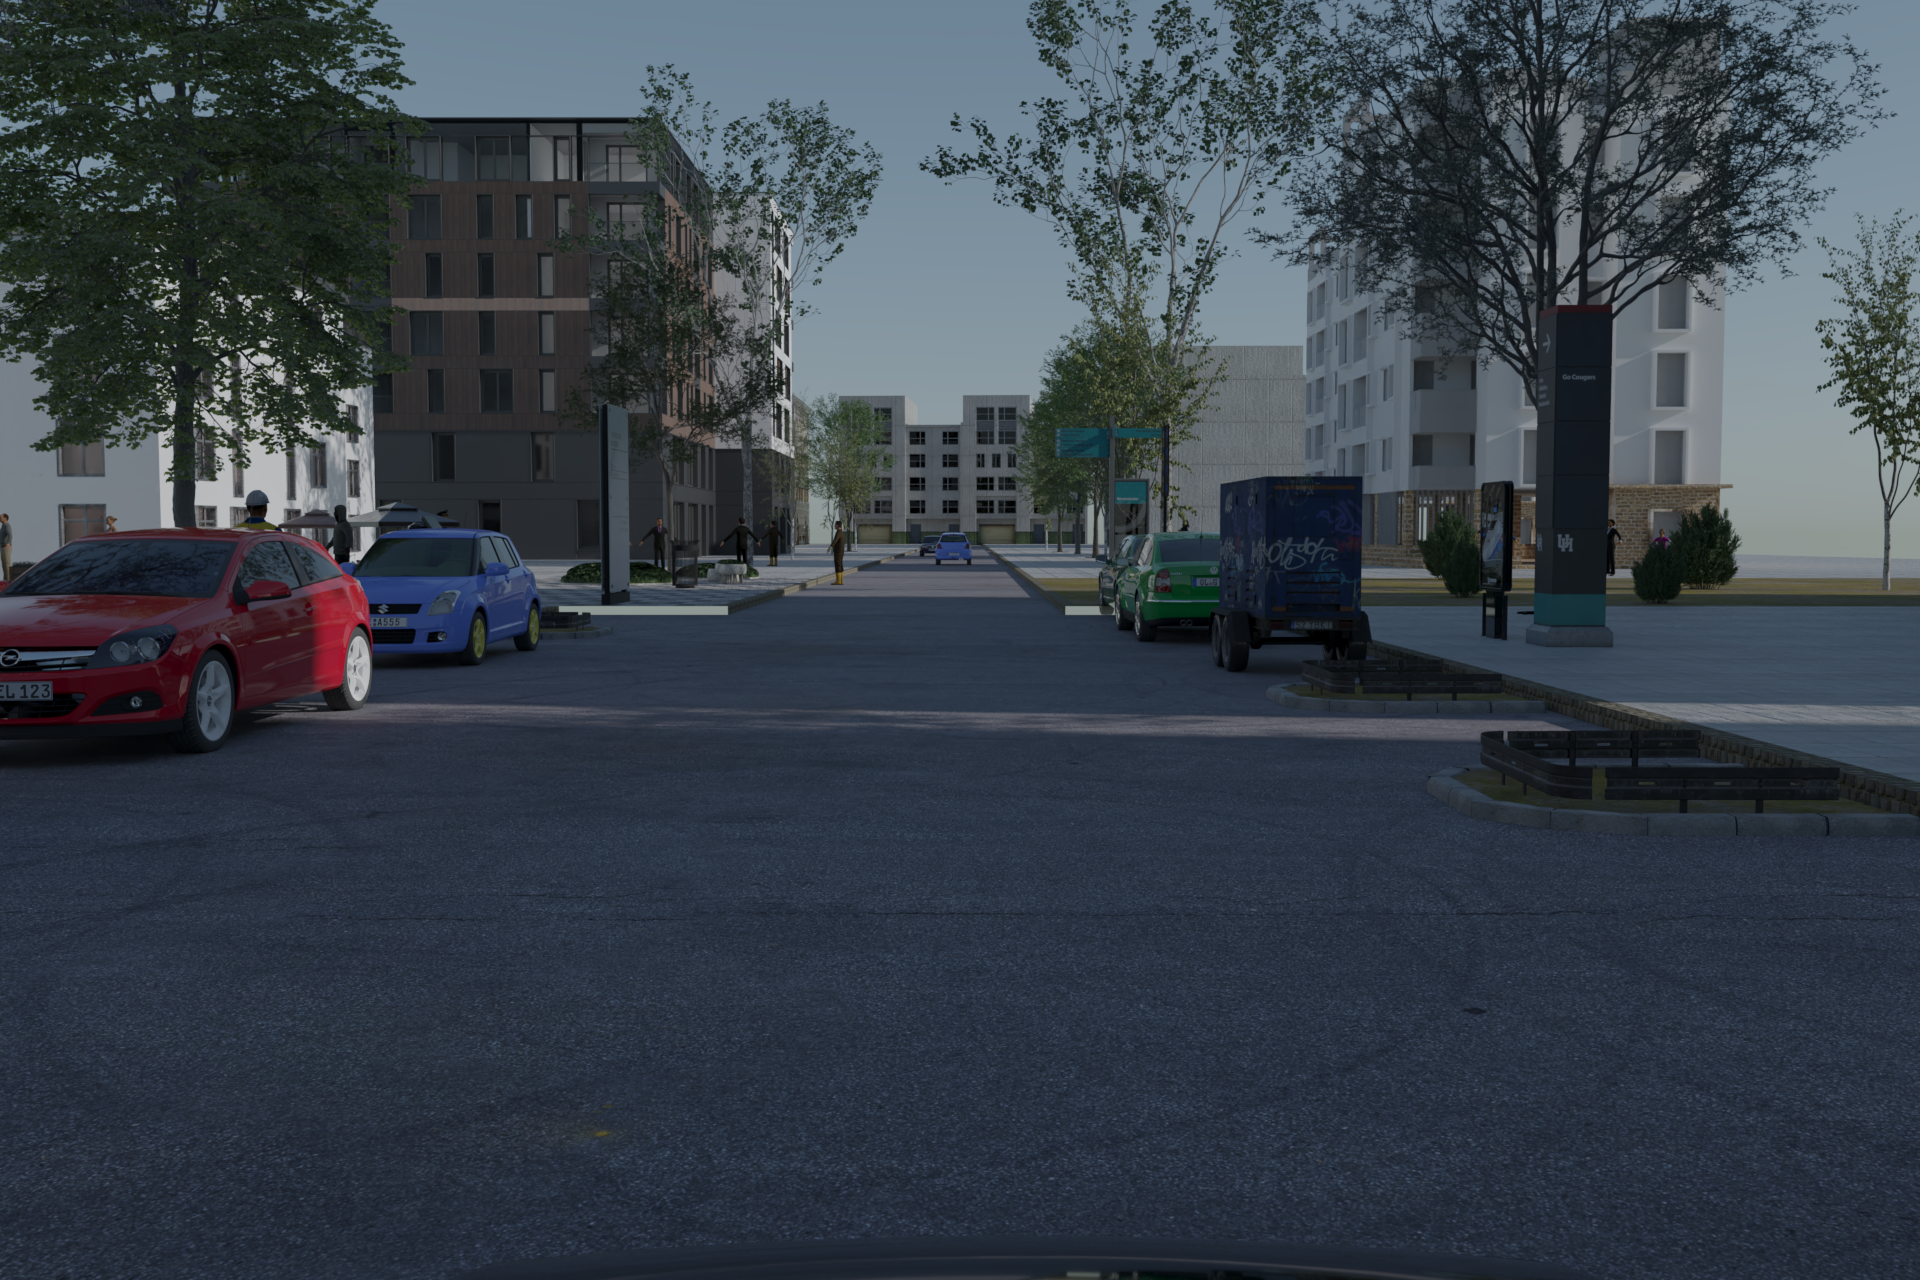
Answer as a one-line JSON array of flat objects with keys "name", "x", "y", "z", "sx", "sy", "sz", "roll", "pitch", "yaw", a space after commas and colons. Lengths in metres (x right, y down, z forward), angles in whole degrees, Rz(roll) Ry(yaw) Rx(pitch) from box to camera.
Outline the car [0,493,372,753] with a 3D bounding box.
[{"name": "car", "x": -5.779, "y": -0.222, "z": 12.663, "sx": 2.155, "sy": 1.783, "sz": 4.494, "roll": 0, "pitch": 3, "yaw": 0}]

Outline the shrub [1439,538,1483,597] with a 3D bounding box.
[{"name": "shrub", "x": 10.236, "y": -1.470, "z": 35.150, "sx": 1.383, "sy": 1.207, "sz": 1.383, "roll": 0, "pitch": 3, "yaw": 0}]

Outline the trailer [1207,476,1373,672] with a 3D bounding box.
[{"name": "trailer", "x": 3.454, "y": -0.734, "z": 19.053, "sx": 1.471, "sy": 1.999, "sz": 3.904, "roll": 0, "pitch": 4, "yaw": -1}]

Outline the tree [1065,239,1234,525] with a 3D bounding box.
[{"name": "tree", "x": 4.430, "y": -5.692, "z": 43.427, "sx": 4.737, "sy": 8.622, "sz": 4.395, "roll": 0, "pitch": 3, "yaw": 0}]

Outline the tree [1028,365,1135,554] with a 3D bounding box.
[{"name": "tree", "x": 7.874, "y": -11.740, "z": 110.079, "sx": 7.486, "sy": 12.596, "sz": 7.792, "roll": 0, "pitch": 3, "yaw": 0}]

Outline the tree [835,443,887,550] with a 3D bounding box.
[{"name": "tree", "x": -8.428, "y": -11.422, "z": 137.118, "sx": 4.360, "sy": 8.622, "sz": 3.978, "roll": 0, "pitch": 3, "yaw": 0}]

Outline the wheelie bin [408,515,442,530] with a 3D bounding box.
[{"name": "wheelie bin", "x": -9.071, "y": -1.324, "z": 29.558, "sx": 0.693, "sy": 1.594, "sz": 0.980, "roll": 0, "pitch": 4, "yaw": 0}]

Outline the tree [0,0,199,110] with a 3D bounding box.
[{"name": "tree", "x": -11.319, "y": -6.307, "z": 13.493, "sx": 12.009, "sy": 13.543, "sz": 11.850, "roll": 0, "pitch": 3, "yaw": 0}]

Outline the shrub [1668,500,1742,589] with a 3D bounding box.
[{"name": "shrub", "x": 17.383, "y": -2.226, "z": 40.434, "sx": 1.661, "sy": 2.075, "sz": 1.752, "roll": 0, "pitch": 3, "yaw": 0}]

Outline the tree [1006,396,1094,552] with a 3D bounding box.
[{"name": "tree", "x": 7.206, "y": -12.019, "z": 122.265, "sx": 9.928, "sy": 11.665, "sz": 9.643, "roll": 0, "pitch": 3, "yaw": 0}]

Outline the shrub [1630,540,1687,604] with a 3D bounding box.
[{"name": "shrub", "x": 12.902, "y": -1.277, "z": 32.002, "sx": 1.383, "sy": 1.207, "sz": 1.383, "roll": 0, "pitch": 3, "yaw": 0}]

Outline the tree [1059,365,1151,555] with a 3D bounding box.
[{"name": "tree", "x": 6.352, "y": -7.624, "z": 75.015, "sx": 4.360, "sy": 8.622, "sz": 3.978, "roll": 0, "pitch": 3, "yaw": 0}]

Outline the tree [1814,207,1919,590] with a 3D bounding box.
[{"name": "tree", "x": 21.185, "y": -5.429, "z": 39.131, "sx": 4.737, "sy": 8.622, "sz": 4.395, "roll": 0, "pitch": 3, "yaw": 0}]

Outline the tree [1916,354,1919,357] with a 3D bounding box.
[{"name": "tree", "x": 26.884, "y": -5.802, "z": 45.218, "sx": 4.360, "sy": 8.622, "sz": 3.978, "roll": 0, "pitch": 3, "yaw": 0}]

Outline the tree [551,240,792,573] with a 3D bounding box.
[{"name": "tree", "x": -8.919, "y": -7.335, "z": 54.332, "sx": 8.767, "sy": 10.594, "sz": 7.601, "roll": 1, "pitch": 4, "yaw": 19}]

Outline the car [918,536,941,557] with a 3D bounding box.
[{"name": "car", "x": -1.713, "y": -6.039, "z": 111.320, "sx": 1.945, "sy": 1.354, "sz": 3.894, "roll": 0, "pitch": 4, "yaw": 0}]

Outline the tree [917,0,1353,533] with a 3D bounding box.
[{"name": "tree", "x": 5.429, "y": -12.254, "z": 56.245, "sx": 12.611, "sy": 20.169, "sz": 13.585, "roll": 0, "pitch": 3, "yaw": 0}]

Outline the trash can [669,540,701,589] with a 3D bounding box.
[{"name": "trash can", "x": -6.505, "y": -1.791, "z": 40.937, "sx": 0.748, "sy": 1.137, "sz": 0.748, "roll": 0, "pitch": 3, "yaw": 0}]

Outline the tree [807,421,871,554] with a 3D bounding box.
[{"name": "tree", "x": -8.403, "y": -9.835, "z": 111.171, "sx": 4.360, "sy": 8.622, "sz": 3.978, "roll": 0, "pitch": 3, "yaw": 0}]

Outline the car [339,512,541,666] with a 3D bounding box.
[{"name": "car", "x": -6.065, "y": -0.637, "z": 20.001, "sx": 1.945, "sy": 1.707, "sz": 3.694, "roll": 0, "pitch": 4, "yaw": 0}]

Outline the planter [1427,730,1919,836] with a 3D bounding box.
[{"name": "planter", "x": 3.582, "y": 0.729, "z": 9.215, "sx": 1.991, "sy": 0.319, "sz": 1.994, "roll": 0, "pitch": 4, "yaw": 1}]

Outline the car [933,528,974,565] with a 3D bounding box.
[{"name": "car", "x": -0.294, "y": -4.385, "z": 81.289, "sx": 1.945, "sy": 1.707, "sz": 3.694, "roll": 0, "pitch": 4, "yaw": 0}]

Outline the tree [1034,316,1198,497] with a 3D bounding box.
[{"name": "tree", "x": 7.330, "y": -9.523, "z": 81.457, "sx": 9.928, "sy": 11.665, "sz": 9.643, "roll": 0, "pitch": 3, "yaw": 0}]

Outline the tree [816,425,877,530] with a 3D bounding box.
[{"name": "tree", "x": -7.842, "y": -10.278, "z": 118.402, "sx": 4.737, "sy": 8.622, "sz": 4.395, "roll": 0, "pitch": 3, "yaw": 0}]

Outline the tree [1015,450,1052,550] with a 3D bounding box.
[{"name": "tree", "x": 6.571, "y": -11.328, "z": 135.571, "sx": 4.737, "sy": 8.622, "sz": 4.395, "roll": 0, "pitch": 3, "yaw": 0}]

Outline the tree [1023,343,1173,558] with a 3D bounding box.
[{"name": "tree", "x": 7.368, "y": -10.143, "z": 91.591, "sx": 9.928, "sy": 11.665, "sz": 9.643, "roll": 0, "pitch": 3, "yaw": 0}]

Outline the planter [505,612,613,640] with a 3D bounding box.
[{"name": "planter", "x": -5.999, "y": -0.205, "z": 24.486, "sx": 1.991, "sy": 0.319, "sz": 1.994, "roll": 0, "pitch": 4, "yaw": 0}]

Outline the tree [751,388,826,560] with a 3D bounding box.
[{"name": "tree", "x": -8.353, "y": -8.327, "z": 86.502, "sx": 4.360, "sy": 8.622, "sz": 3.978, "roll": 0, "pitch": 3, "yaw": 0}]

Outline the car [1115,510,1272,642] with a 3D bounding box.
[{"name": "car", "x": 3.230, "y": -0.956, "z": 24.431, "sx": 1.959, "sy": 1.807, "sz": 4.718, "roll": 0, "pitch": 4, "yaw": -1}]

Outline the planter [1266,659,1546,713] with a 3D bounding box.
[{"name": "planter", "x": 3.685, "y": 0.386, "z": 14.832, "sx": 1.991, "sy": 0.319, "sz": 1.994, "roll": 0, "pitch": 4, "yaw": -1}]

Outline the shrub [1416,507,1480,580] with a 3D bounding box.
[{"name": "shrub", "x": 13.714, "y": -2.724, "z": 48.584, "sx": 1.661, "sy": 2.075, "sz": 1.752, "roll": 0, "pitch": 3, "yaw": 0}]

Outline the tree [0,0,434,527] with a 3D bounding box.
[{"name": "tree", "x": -12.072, "y": -6.666, "z": 27.115, "sx": 7.486, "sy": 12.596, "sz": 7.792, "roll": 0, "pitch": 3, "yaw": 0}]

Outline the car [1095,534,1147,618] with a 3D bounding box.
[{"name": "car", "x": 3.442, "y": -1.097, "z": 29.739, "sx": 2.131, "sy": 1.459, "sz": 4.920, "roll": 0, "pitch": 4, "yaw": -1}]
